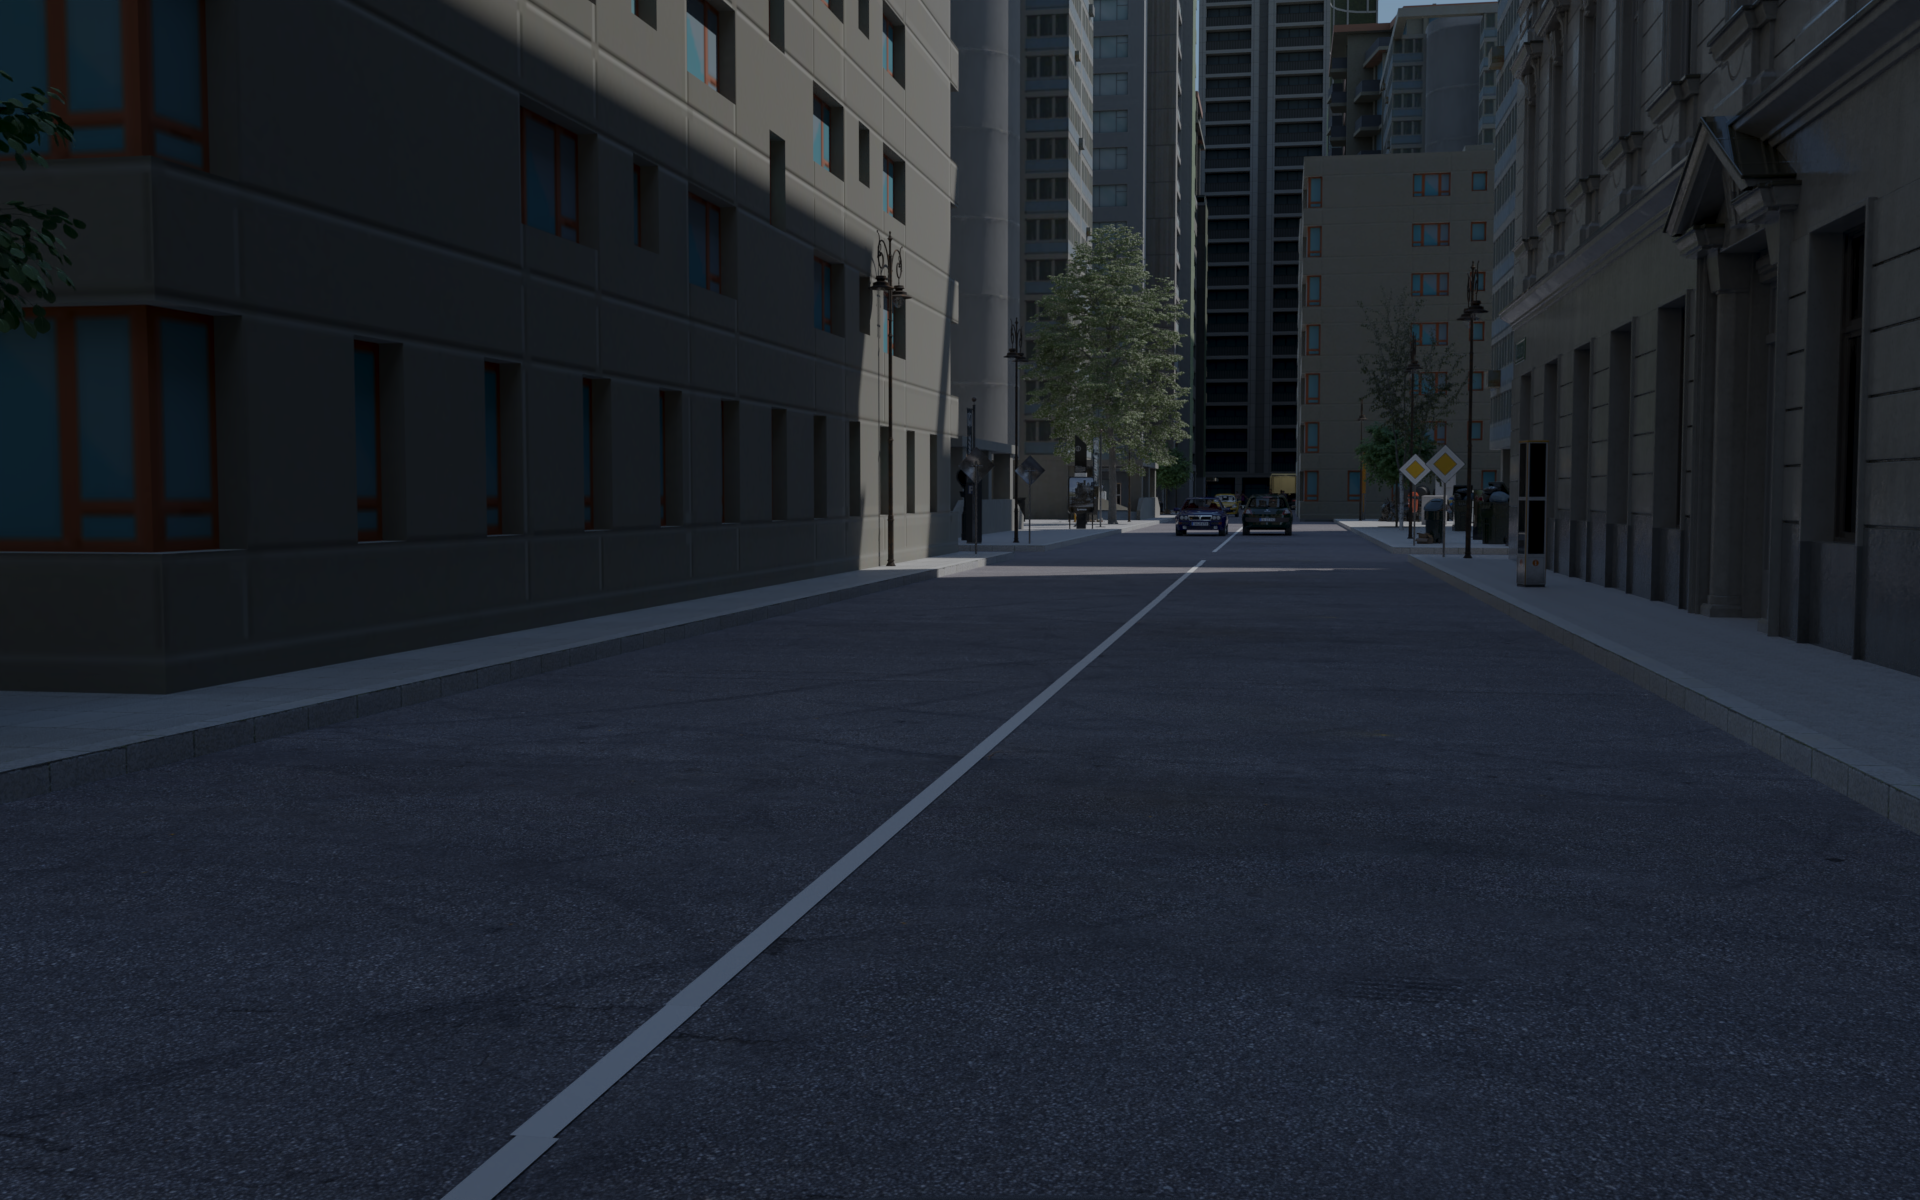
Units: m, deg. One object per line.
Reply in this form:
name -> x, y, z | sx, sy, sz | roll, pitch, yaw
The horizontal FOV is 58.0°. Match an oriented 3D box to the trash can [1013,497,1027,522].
trash can -> 2.566, -3.936, 76.004 | 0.748, 1.137, 0.748 | 0, 3, 0

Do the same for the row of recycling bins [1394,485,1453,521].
row of recycling bins -> 22.425, -4.597, 82.268 | 3.534, 1.692, 1.069 | 1, 4, 18

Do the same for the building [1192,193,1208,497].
building -> 15.675, -23.858, 161.781 | 14.160, 30.474, 14.107 | 1, 4, 10

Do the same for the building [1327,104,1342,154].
building -> 45.511, -30.505, 182.352 | 14.154, 41.232, 14.086 | 1, 4, 10

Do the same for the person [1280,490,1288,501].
person -> 23.199, -7.101, 125.321 | 1.217, 1.735, 0.721 | -1, 4, -20

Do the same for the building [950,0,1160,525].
building -> -5.730, -24.564, 93.503 | 32.217, 40.220, 23.993 | 1, 4, 10

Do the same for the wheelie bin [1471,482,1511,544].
wheelie bin -> 13.712, -2.224, 44.264 | 0.693, 1.594, 0.980 | -1, 4, -19

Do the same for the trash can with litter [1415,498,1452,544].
trash can with litter -> 12.217, -2.040, 44.749 | 0.624, 1.170, 1.055 | 3, 4, 39

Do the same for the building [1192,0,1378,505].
building -> 39.273, -47.075, 207.931 | 20.611, 71.187, 20.563 | 1, 4, 10

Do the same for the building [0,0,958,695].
building -> -16.764, -11.105, 26.612 | 28.899, 21.520, 27.650 | 1, 4, 10

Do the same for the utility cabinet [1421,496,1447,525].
utility cabinet -> 19.783, -3.737, 72.268 | 1.020, 1.237, 0.306 | 3, 5, 43

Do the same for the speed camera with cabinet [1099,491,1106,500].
speed camera with cabinet -> 7.805, -6.759, 104.838 | 2.038, 3.252, 0.660 | 1, 4, 12

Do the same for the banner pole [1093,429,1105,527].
banner pole -> 5.331, -4.708, 66.993 | 0.401, 3.779, 0.863 | -2, 4, -24

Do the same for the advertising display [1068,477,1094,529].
advertising display -> 4.462, -3.584, 63.811 | 0.974, 1.923, 0.123 | 0, 4, -7

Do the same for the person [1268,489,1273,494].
person -> 23.729, -7.583, 132.446 | 1.348, 1.831, 0.705 | 2, 4, 26

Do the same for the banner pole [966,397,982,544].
banner pole -> 0.293, -3.335, 44.549 | 0.401, 3.779, 0.863 | 1, 4, 17

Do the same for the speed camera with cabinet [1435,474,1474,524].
speed camera with cabinet -> 21.731, -4.955, 75.357 | 2.038, 3.252, 0.660 | -1, 4, -16

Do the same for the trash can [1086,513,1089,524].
trash can -> 5.315, -3.891, 75.268 | 0.748, 1.137, 0.748 | 0, 3, 0

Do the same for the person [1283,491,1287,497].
person -> 26.040, -7.948, 139.376 | 0.541, 1.710, 0.530 | 1, 4, 23

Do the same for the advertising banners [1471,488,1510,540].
advertising banners -> 15.099, -3.156, 47.794 | 2.074, 3.025, 0.090 | 3, 4, 38

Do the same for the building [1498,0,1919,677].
building -> 14.658, -14.334, 10.779 | 17.030, 29.872, 44.131 | 1, 4, 10

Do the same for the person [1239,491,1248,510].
person -> 26.236, -9.254, 160.492 | 0.721, 1.739, 1.217 | -2, 4, -35

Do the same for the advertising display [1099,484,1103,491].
advertising display -> 9.399, -6.758, 115.701 | 0.123, 1.923, 0.974 | 1, 4, 18

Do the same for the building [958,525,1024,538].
building -> -14.766, -22.424, 58.519 | 32.217, 40.220, 23.993 | 1, 4, 10

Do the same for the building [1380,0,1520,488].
building -> 45.253, -26.956, 132.609 | 32.217, 40.220, 23.993 | 1, 4, 10

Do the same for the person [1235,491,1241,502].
person -> 28.707, -10.435, 179.823 | 1.217, 1.736, 0.721 | 3, 4, 36

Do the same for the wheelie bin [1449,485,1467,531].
wheelie bin -> 17.354, -3.167, 59.682 | 0.980, 1.594, 0.693 | 1, 4, 10

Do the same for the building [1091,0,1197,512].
building -> 9.755, -27.092, 126.550 | 14.154, 41.232, 14.086 | 1, 4, 10

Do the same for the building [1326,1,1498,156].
building -> 45.114, -30.910, 160.007 | 22.147, 44.769, 28.867 | 1, 4, 10

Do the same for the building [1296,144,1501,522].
building -> 33.833, -15.637, 100.707 | 27.650, 21.520, 28.899 | 1, 4, 10

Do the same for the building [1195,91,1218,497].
building -> 12.831, -32.450, 185.182 | 28.867, 44.769, 22.147 | 1, 4, 10
